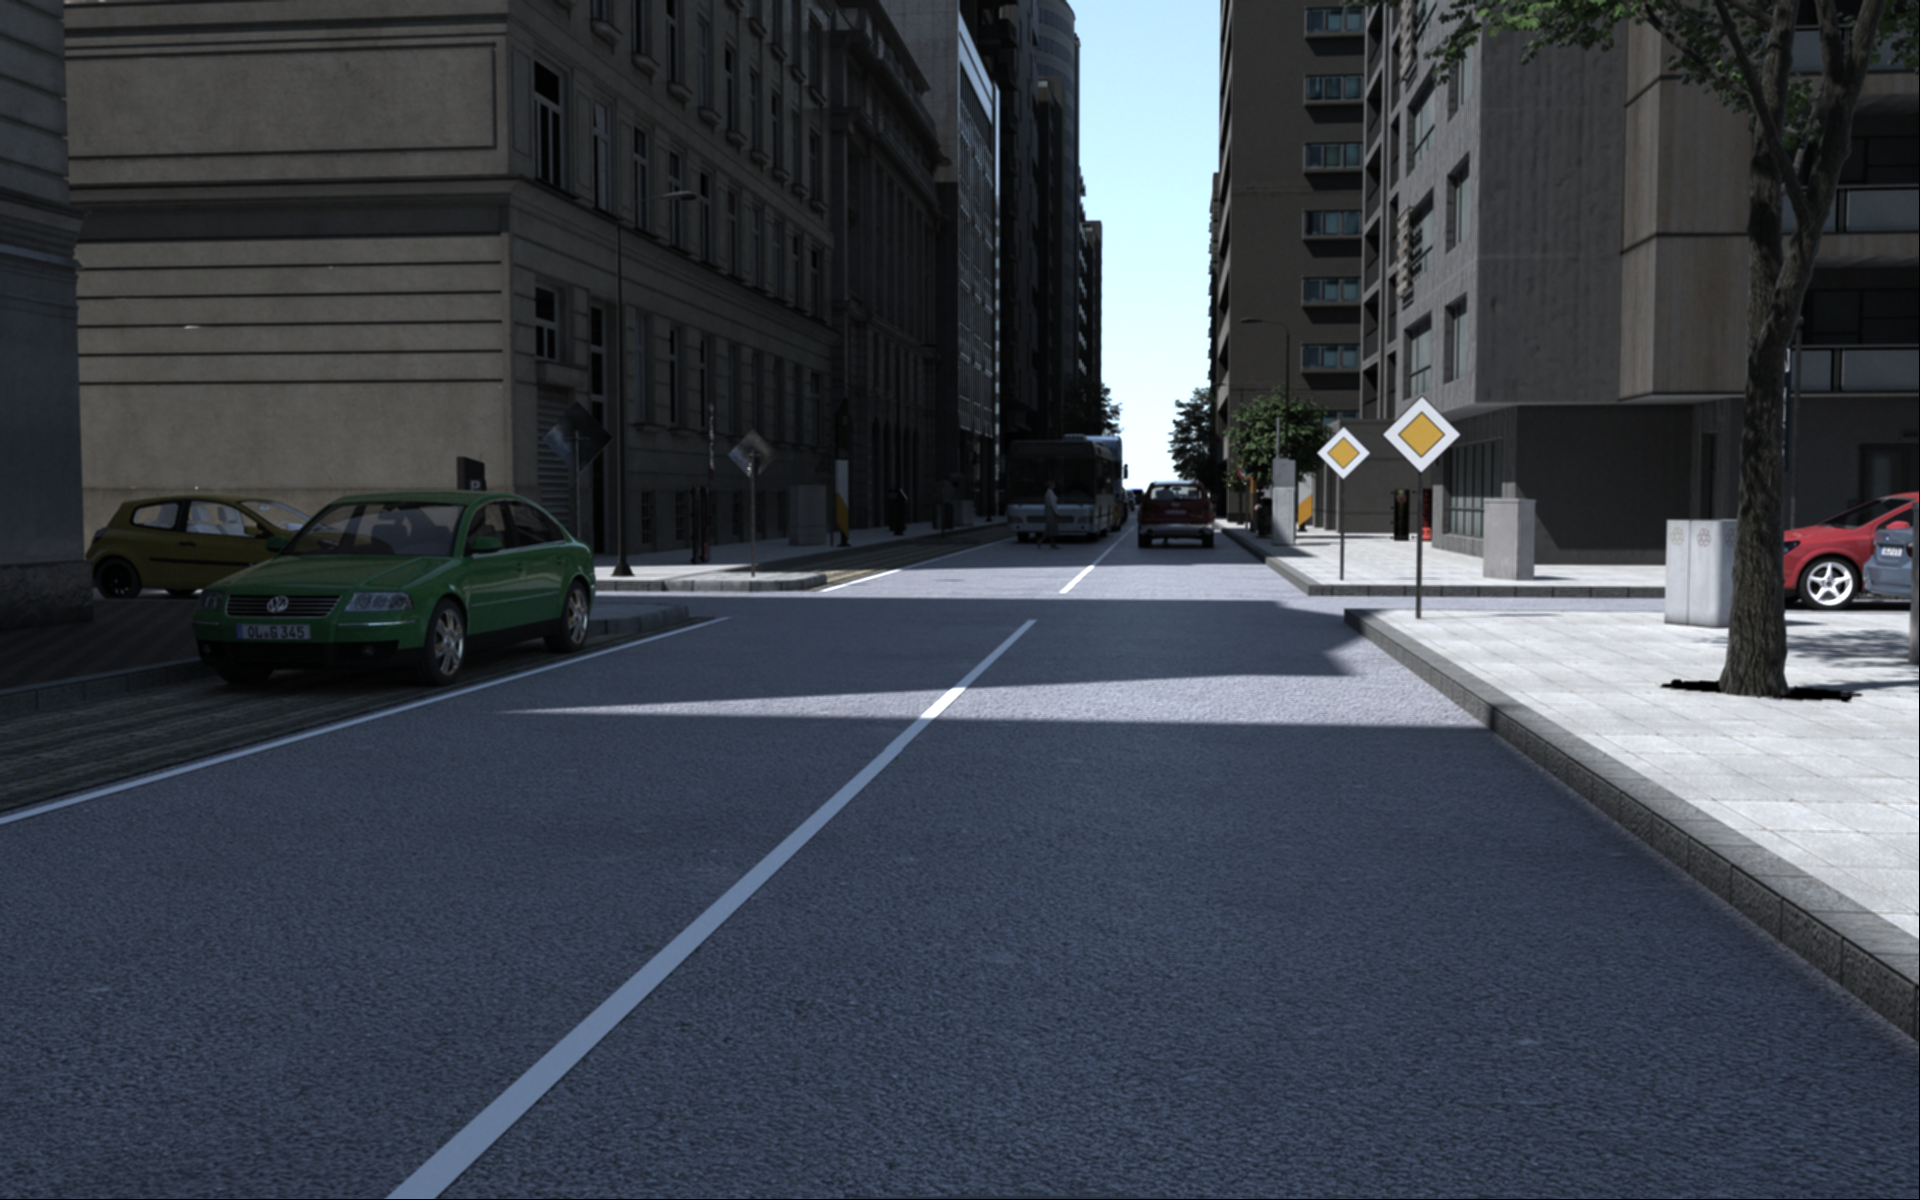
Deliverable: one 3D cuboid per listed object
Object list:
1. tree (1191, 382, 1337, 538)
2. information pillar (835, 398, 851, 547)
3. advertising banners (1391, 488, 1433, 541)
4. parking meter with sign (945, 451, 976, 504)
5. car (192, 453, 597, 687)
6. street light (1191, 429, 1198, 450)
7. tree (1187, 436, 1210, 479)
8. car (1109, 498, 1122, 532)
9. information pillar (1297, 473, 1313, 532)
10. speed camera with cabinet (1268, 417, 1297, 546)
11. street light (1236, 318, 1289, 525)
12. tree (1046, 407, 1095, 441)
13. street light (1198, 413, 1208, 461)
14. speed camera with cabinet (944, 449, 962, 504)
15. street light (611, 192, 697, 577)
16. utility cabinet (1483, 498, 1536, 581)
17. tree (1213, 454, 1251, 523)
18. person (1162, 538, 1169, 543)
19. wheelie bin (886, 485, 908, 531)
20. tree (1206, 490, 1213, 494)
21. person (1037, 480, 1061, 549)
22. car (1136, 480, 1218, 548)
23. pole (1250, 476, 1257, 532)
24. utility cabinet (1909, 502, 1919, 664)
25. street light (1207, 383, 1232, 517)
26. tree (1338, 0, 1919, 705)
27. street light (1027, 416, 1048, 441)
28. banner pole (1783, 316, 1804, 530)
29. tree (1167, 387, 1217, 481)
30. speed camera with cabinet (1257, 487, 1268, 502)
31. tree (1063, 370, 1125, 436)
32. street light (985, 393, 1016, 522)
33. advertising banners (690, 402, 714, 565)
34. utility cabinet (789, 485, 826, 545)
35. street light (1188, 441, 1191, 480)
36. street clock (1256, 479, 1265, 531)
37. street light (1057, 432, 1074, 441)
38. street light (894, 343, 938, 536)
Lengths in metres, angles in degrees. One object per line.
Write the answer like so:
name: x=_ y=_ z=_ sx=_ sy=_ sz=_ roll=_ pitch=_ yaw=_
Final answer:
tree: x=9.324 y=-4.095 z=50.670 sx=4.285 sy=4.588 sz=4.351 roll=0 pitch=3 yaw=0
information pillar: x=-2.859 y=-3.098 z=42.005 sx=0.183 sy=3.616 sz=0.504 roll=2 pitch=4 yaw=27
advertising banners: x=12.626 y=-3.106 z=46.977 sx=0.090 sy=3.025 sz=2.074 roll=-3 pitch=5 yaw=-43
parking meter with sign: x=-0.236 y=-4.529 z=70.307 sx=1.738 sy=3.016 sz=0.543 roll=-2 pitch=4 yaw=-27
car: x=-4.480 y=-0.338 z=14.327 sx=1.959 sy=1.807 sz=4.718 roll=0 pitch=4 yaw=7
street light: x=17.277 y=-9.183 z=122.690 sx=1.470 sy=5.913 sz=1.316 roll=0 pitch=4 yaw=7
tree: x=29.133 y=-15.898 z=210.286 sx=4.737 sy=8.622 sz=4.395 roll=0 pitch=3 yaw=0
car: x=5.278 y=-3.460 z=66.795 sx=2.015 sy=1.641 sz=3.980 roll=1 pitch=4 yaw=9
information pillar: x=11.680 y=-4.113 z=58.595 sx=0.504 sy=3.616 sz=0.183 roll=1 pitch=4 yaw=18
speed camera with cabinet: x=8.235 y=-3.031 z=43.885 sx=0.660 sy=3.252 sz=2.038 roll=1 pitch=4 yaw=11
street light: x=8.100 y=-4.482 z=45.828 sx=1.470 sy=5.913 sz=1.316 roll=0 pitch=4 yaw=7
tree: x=9.406 y=-11.981 z=146.243 sx=4.737 sy=8.622 sz=4.395 roll=0 pitch=3 yaw=0
street light: x=14.491 y=-7.735 z=99.012 sx=1.470 sy=5.913 sz=1.316 roll=0 pitch=4 yaw=7
speed camera with cabinet: x=-0.336 y=-5.020 z=76.415 sx=0.660 sy=3.252 sz=2.038 roll=0 pitch=4 yaw=-7
street light: x=-4.734 y=-3.320 z=26.816 sx=1.470 sy=5.913 sz=1.316 roll=0 pitch=4 yaw=7
utility cabinet: x=8.286 y=-0.916 z=26.132 sx=0.306 sy=1.237 sz=1.020 roll=-1 pitch=4 yaw=-12
tree: x=12.628 y=-5.130 z=78.471 sx=1.663 sy=3.219 sz=1.824 roll=0 pitch=3 yaw=0
person: x=6.126 y=-2.621 z=51.218 sx=0.638 sy=1.841 sz=0.748 roll=2 pitch=4 yaw=30
wheelie bin: x=-2.168 y=-3.167 z=59.691 sx=0.693 sy=1.594 sz=0.980 roll=0 pitch=4 yaw=4
tree: x=20.504 y=-8.739 z=137.483 sx=1.663 sy=3.219 sz=1.824 roll=0 pitch=3 yaw=0
person: x=2.301 y=-2.225 z=45.108 sx=0.641 sy=1.798 sz=0.478 roll=0 pitch=4 yaw=4
car: x=5.976 y=-2.393 z=47.797 sx=2.281 sy=1.827 sz=5.304 roll=0 pitch=4 yaw=8
pole: x=9.867 y=-3.935 z=58.175 sx=0.158 sy=3.312 sz=0.155 roll=0 pitch=3 yaw=0
utility cabinet: x=7.742 y=-0.119 z=13.104 sx=1.020 sy=1.237 sz=0.306 roll=-1 pitch=4 yaw=-10
street light: x=11.215 y=-6.109 z=72.430 sx=1.470 sy=5.913 sz=1.316 roll=0 pitch=4 yaw=7
tree: x=5.282 y=-5.198 z=10.750 sx=9.928 sy=11.665 sz=9.643 roll=0 pitch=3 yaw=0
street light: x=4.539 y=-8.001 z=103.360 sx=1.470 sy=5.913 sz=1.316 roll=0 pitch=4 yaw=7
banner pole: x=11.774 y=-2.120 z=24.681 sx=0.401 sy=3.779 sz=0.863 roll=0 pitch=4 yaw=-5
tree: x=25.359 y=-16.170 z=182.509 sx=7.486 sy=12.596 sz=7.792 roll=0 pitch=3 yaw=0
speed camera with cabinet: x=11.290 y=-4.225 z=63.414 sx=0.660 sy=3.252 sz=2.038 roll=-1 pitch=4 yaw=-8
tree: x=12.108 y=-16.603 z=178.111 sx=9.857 sy=13.997 sz=8.962 roll=0 pitch=3 yaw=0
street light: x=1.883 y=-6.577 z=80.081 sx=1.470 sy=5.913 sz=1.316 roll=0 pitch=4 yaw=7
advertising banners: x=-4.787 y=-2.212 z=32.360 sx=0.090 sy=3.025 sz=2.074 roll=0 pitch=4 yaw=3
utility cabinet: x=-3.828 y=-2.125 z=43.421 sx=0.318 sy=1.500 sz=1.173 roll=2 pitch=4 yaw=31
street light: x=20.527 y=-10.809 z=149.276 sx=1.470 sy=5.913 sz=1.316 roll=0 pitch=4 yaw=7
street clock: x=10.449 y=-3.414 z=60.390 sx=0.471 sy=2.002 sz=0.358 roll=-3 pitch=5 yaw=-45
street light: x=7.866 y=-9.627 z=129.936 sx=1.470 sy=5.913 sz=1.316 roll=0 pitch=4 yaw=7
street light: x=-1.366 y=-4.951 z=53.495 sx=1.470 sy=5.913 sz=1.316 roll=0 pitch=4 yaw=7
